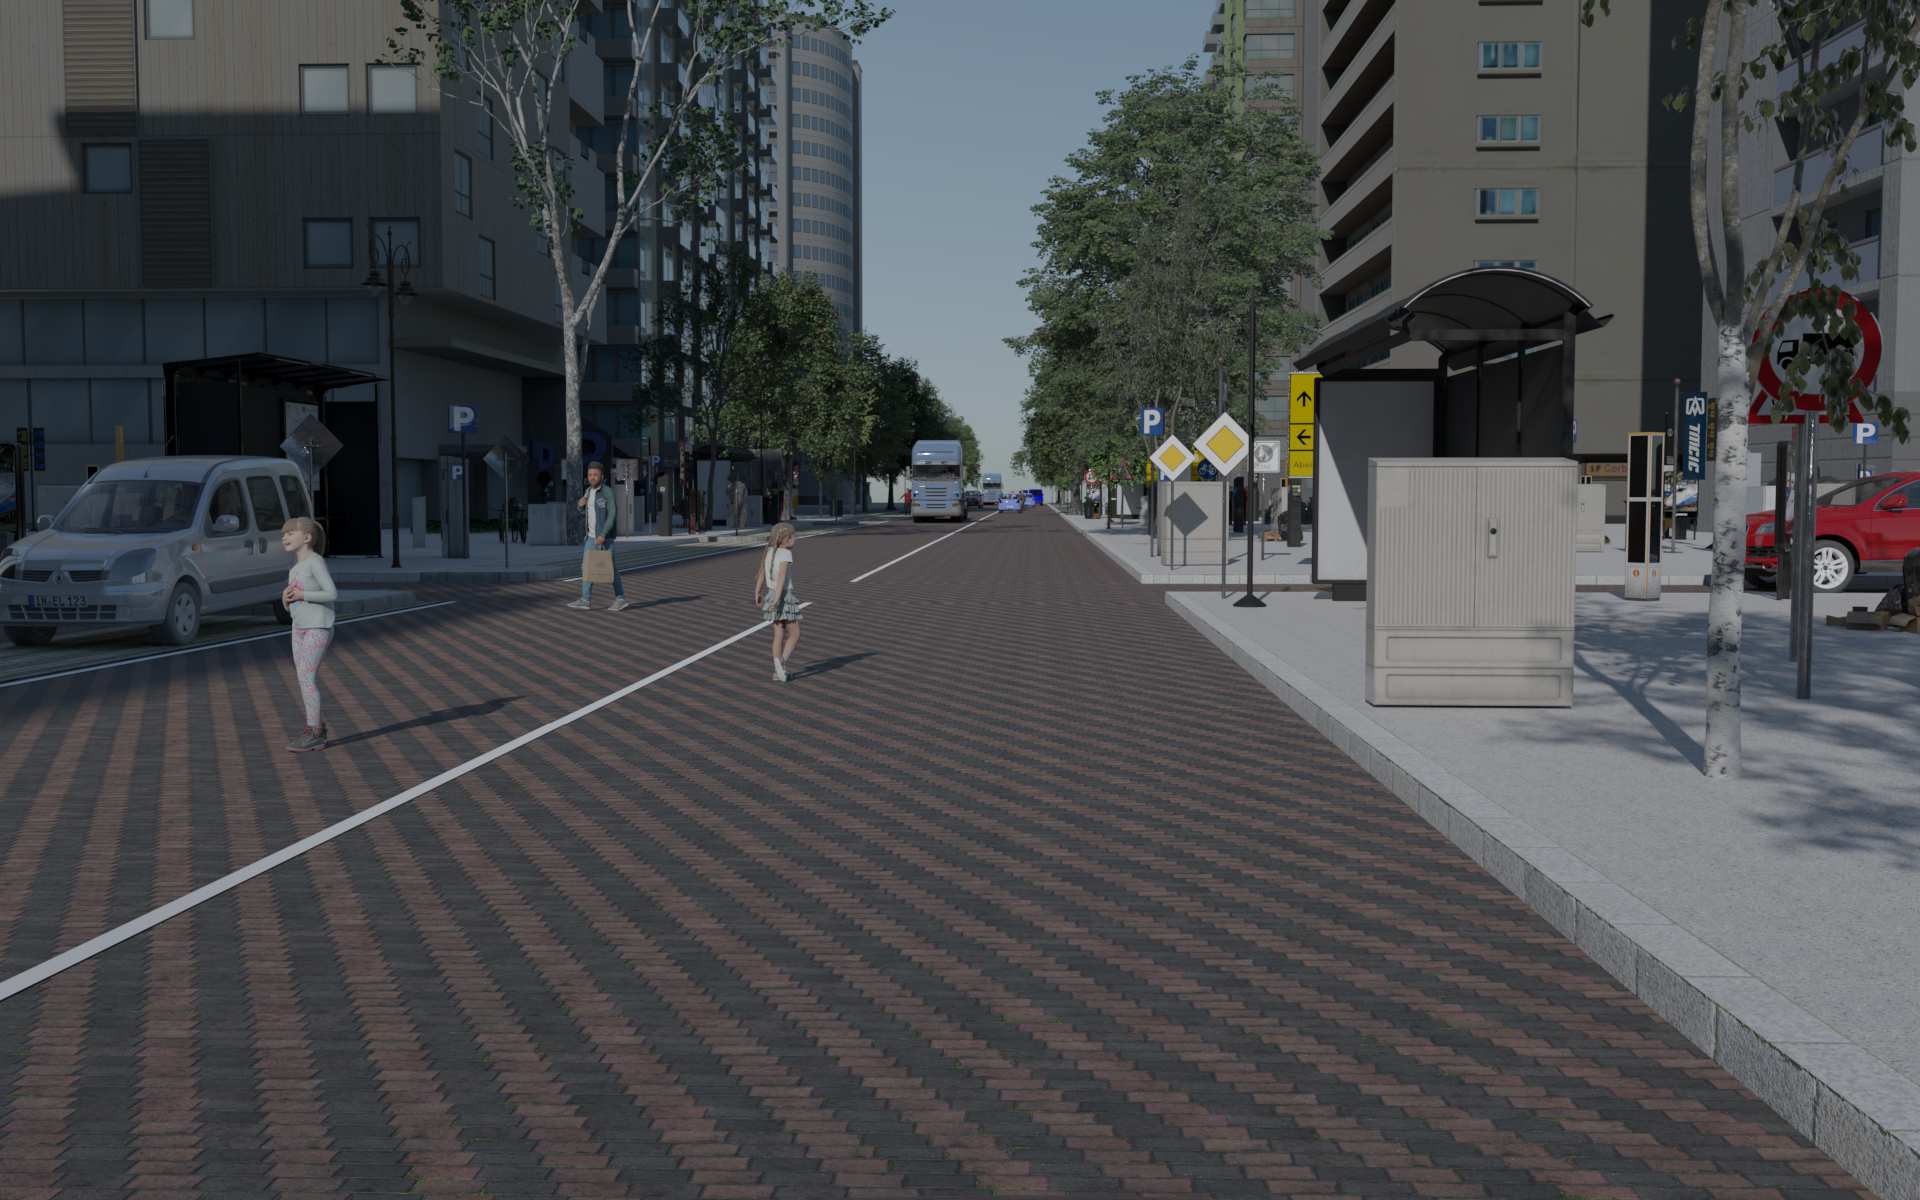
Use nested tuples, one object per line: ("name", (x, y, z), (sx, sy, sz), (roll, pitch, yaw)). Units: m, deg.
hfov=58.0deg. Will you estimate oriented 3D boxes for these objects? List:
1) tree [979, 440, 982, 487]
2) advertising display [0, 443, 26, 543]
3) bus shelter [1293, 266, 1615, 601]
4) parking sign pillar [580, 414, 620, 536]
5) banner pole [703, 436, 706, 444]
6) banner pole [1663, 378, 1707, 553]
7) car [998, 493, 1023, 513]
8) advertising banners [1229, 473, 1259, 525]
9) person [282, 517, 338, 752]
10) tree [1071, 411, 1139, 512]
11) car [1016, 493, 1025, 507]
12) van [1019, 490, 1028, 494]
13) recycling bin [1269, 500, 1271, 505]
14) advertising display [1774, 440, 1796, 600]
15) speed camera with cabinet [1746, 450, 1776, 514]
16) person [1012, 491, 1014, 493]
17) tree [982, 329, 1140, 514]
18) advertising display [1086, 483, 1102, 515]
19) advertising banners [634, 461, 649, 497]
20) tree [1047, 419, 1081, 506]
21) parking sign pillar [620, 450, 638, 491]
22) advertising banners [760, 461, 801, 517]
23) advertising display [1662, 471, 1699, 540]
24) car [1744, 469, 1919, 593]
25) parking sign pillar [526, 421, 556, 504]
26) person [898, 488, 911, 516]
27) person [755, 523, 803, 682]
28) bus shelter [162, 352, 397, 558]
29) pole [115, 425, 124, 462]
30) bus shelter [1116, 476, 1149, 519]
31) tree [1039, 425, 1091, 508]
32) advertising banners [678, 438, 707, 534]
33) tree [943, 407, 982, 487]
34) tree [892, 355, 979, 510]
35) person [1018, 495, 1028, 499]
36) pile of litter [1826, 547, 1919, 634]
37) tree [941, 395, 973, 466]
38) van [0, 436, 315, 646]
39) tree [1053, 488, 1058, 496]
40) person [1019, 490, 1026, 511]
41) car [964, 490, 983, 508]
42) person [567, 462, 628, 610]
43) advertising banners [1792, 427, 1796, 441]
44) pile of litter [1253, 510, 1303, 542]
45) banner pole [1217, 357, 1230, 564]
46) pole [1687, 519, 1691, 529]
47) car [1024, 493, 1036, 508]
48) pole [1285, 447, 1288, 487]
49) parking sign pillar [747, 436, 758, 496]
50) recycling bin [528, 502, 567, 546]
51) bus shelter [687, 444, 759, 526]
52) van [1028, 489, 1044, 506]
("tree", (-4.078, -15.163, 164.917), (9.611, 12.733, 9.660), (0, 3, 0))
("advertising display", (-12.310, -1.029, 22.036), (0.974, 1.923, 0.123), (1, 4, 18))
("bus shelter", (4.894, -1.482, 18.162), (2.014, 3.302, 5.546), (0, 4, 3))
("parking sign pillar", (-11.435, -3.985, 53.625), (1.447, 3.967, 1.447), (0, 4, -5))
("banner pole", (-10.900, -5.229, 75.504), (0.863, 3.779, 0.401), (-2, 4, -27))
("banner pole", (15.712, -2.902, 37.469), (0.863, 3.779, 0.401), (3, 4, 38))
("car", (3.794, -7.402, 130.610), (1.945, 1.707, 3.694), (0, 4, 4))
("advertising banners", (11.550, -4.581, 71.086), (0.090, 3.025, 2.074), (-3, 4, -38))
("person", (-3.676, 0.186, 9.742), (0.425, 1.301, 0.394), (2, 4, 24))
("tree", (9.252, -12.024, 122.345), (9.928, 11.665, 9.643), (0, 3, 0))
("car", (6.263, -11.022, 189.808), (1.945, 1.707, 3.694), (0, 4, 2))
("van", (9.549, -15.255, 253.797), (2.240, 2.365, 5.245), (0, 4, 4))
("recycling bin", (14.019, -3.872, 75.865), (0.722, 1.027, 0.722), (-2, 4, -27))
("advertising display", (10.171, -0.977, 21.184), (0.123, 1.923, 0.974), (3, 5, 41))
("speed camera with cabinet", (16.633, -2.559, 36.170), (0.660, 3.252, 2.038), (0, 4, 0))
("person", (4.501, -8.400, 146.775), (0.436, 1.711, 0.756), (-1, 4, -20))
("tree", (7.633, -11.872, 111.117), (9.611, 12.733, 9.660), (0, 3, 0))
("advertising display", (7.214, -5.378, 93.138), (0.974, 1.923, 0.123), (3, 5, 40))
("advertising banners", (-17.406, -5.893, 92.533), (2.074, 3.025, 0.090), (2, 4, 28))
("tree", (10.023, -13.076, 148.211), (7.601, 10.594, 8.767), (2, 4, 33))
("parking sign pillar", (-18.226, -6.475, 94.341), (1.447, 3.967, 1.447), (-1, 4, -13))
("advertising banners", (-9.497, -5.902, 92.691), (2.074, 3.025, 0.090), (-1, 4, -13))
("advertising display", (20.122, -2.641, 48.400), (0.974, 1.923, 0.123), (0, 4, 2))
("car", (13.948, -1.028, 25.479), (5.304, 1.827, 2.281), (0, 4, 1))
("parking sign pillar", (-15.500, -4.628, 64.134), (1.447, 3.967, 1.447), (1, 4, 18))
("person", (-3.413, -6.427, 113.521), (1.348, 1.831, 0.705), (0, 4, -3))
("person", (-1.443, 0.011, 13.336), (0.505, 1.210, 0.382), (3, 5, 44))
("bus shelter", (-12.289, -2.478, 31.806), (1.731, 3.624, 6.357), (0, 4, 3))
("pole", (-24.950, -3.526, 51.493), (0.158, 3.312, 0.155), (0, 3, 0))
("bus shelter", (8.545, -5.564, 84.890), (2.014, 3.302, 5.546), (0, 4, 2))
("tree", (10.393, -14.831, 160.612), (7.486, 12.596, 7.792), (0, 3, 0))
("advertising banners", (-8.581, -3.625, 55.459), (0.090, 3.025, 2.074), (1, 4, 16))
("tree", (-2.214, -18.630, 222.725), (7.486, 12.596, 7.792), (0, 3, 0))
("tree", (-5.470, -13.584, 139.108), (9.611, 12.733, 9.660), (0, 3, 0))
("person", (6.199, -10.083, 174.077), (1.217, 1.735, 0.721), (0, 4, 8))
("pile of litter", (8.945, -0.145, 16.329), (1.176, 0.858, 1.719), (0, 4, 2))
("tree", (-3.598, -17.665, 199.191), (12.009, 13.543, 11.850), (0, 3, 0))
("van", (-8.042, -0.647, 17.590), (2.013, 2.044, 4.112), (0, 4, 2))
("tree", (14.723, -18.785, 257.494), (4.737, 8.622, 4.395), (0, 3, 0))
("person", (5.295, -8.373, 145.956), (0.434, 1.755, 0.990), (3, 5, 40))
("car", (1.246, -10.270, 176.590), (2.281, 1.827, 5.304), (0, 4, 4))
("person", (-4.395, -0.774, 21.147), (0.713, 1.824, 0.794), (-2, 4, -32))
("advertising banners", (21.311, -3.012, 45.431), (0.090, 3.025, 2.074), (-2, 4, -32))
("pile of litter", (8.651, -2.034, 47.228), (1.719, 0.858, 1.176), (-2, 4, -24))
("banner pole", (4.840, -2.565, 31.954), (0.401, 3.779, 0.863), (1, 4, 20))
("pole", (26.832, -4.279, 63.802), (0.158, 3.312, 0.155), (0, 3, 0))
("car", (6.887, -10.352, 178.850), (1.945, 1.707, 3.694), (0, 4, 2))
("pole", (14.062, -4.929, 74.428), (0.158, 3.312, 0.155), (0, 3, 0))
("parking sign pillar", (-9.725, -5.618, 80.319), (1.447, 3.967, 1.447), (0, 4, 8))
("recycling bin", (-10.321, -1.881, 43.316), (0.722, 1.027, 0.722), (1, 4, 11))
("bus shelter", (-9.809, -4.779, 72.066), (2.014, 3.302, 5.546), (0, 4, 3))
("van", (9.251, -12.800, 213.660), (2.240, 2.365, 5.245), (0, 4, 1))
